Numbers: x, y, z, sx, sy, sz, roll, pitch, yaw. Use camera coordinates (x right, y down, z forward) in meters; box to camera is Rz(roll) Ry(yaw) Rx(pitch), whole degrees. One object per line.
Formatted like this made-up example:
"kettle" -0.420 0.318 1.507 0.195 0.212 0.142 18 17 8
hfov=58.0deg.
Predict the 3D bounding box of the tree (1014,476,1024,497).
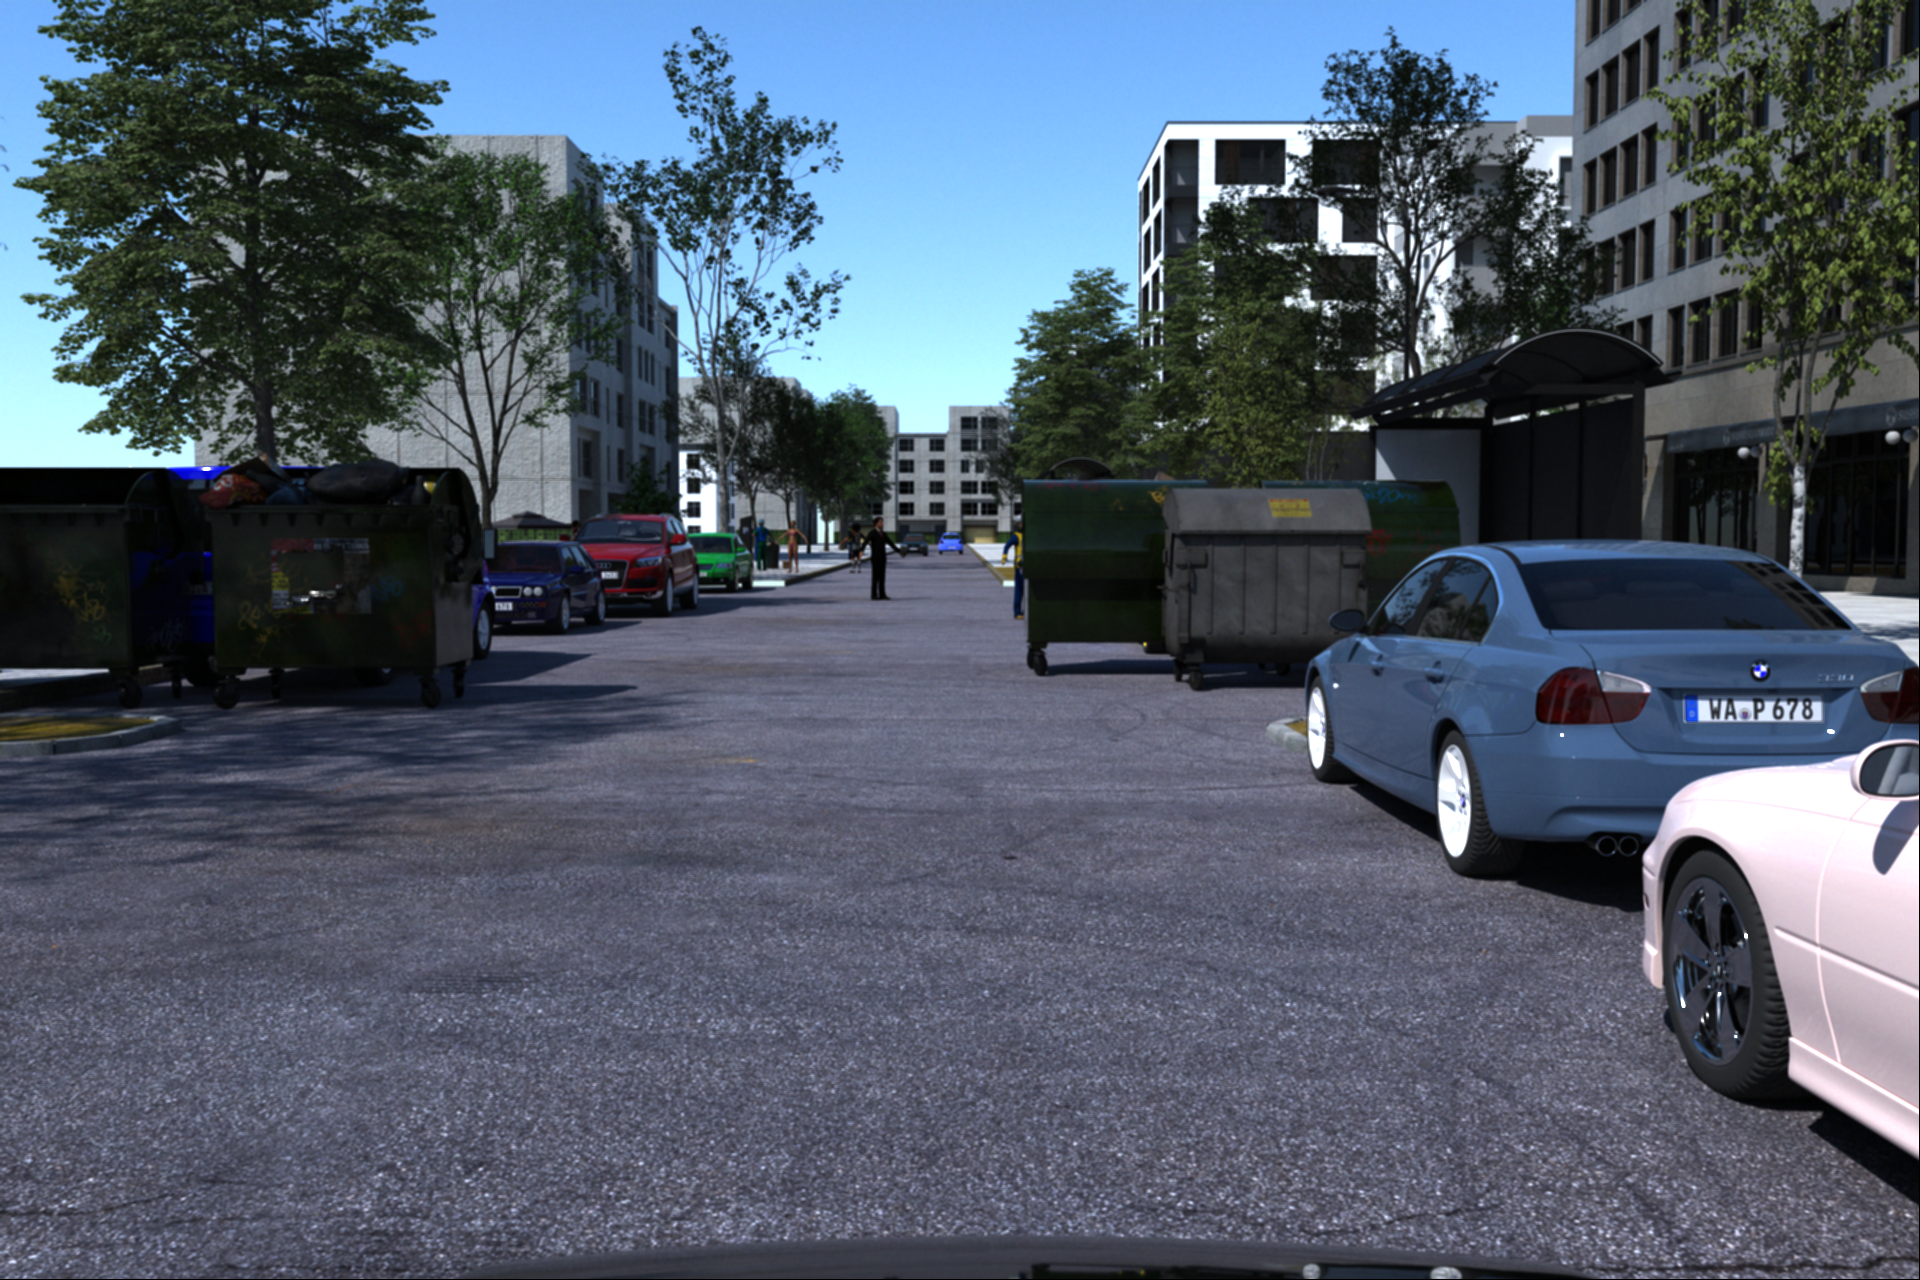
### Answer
"tree" 6.301 -10.247 117.893 4.360 8.622 3.978 0 3 0

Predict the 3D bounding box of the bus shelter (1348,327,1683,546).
"bus shelter" 6.037 -1.578 19.724 2.014 3.302 5.546 0 3 0

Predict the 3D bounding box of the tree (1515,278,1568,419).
"tree" 23.111 -8.478 64.373 9.928 11.665 9.643 0 3 0

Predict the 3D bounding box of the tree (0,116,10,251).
"tree" -12.651 -4.200 19.025 4.360 8.622 3.978 0 3 0

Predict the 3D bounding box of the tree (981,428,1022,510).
"tree" 5.498 -12.673 141.612 7.601 10.594 8.767 1 4 18

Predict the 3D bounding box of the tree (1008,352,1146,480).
"tree" 5.901 -9.334 87.022 7.601 10.594 8.767 0 4 -1

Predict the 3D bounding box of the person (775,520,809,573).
"person" -5.544 -3.082 57.189 1.217 1.733 0.721 1 4 20

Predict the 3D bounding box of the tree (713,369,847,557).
"tree" -9.795 -9.965 97.340 7.601 10.594 8.767 1 4 16

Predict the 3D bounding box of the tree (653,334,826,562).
"tree" -9.685 -8.942 80.620 7.601 10.594 8.767 3 5 40

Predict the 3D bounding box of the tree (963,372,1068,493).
"tree" 5.288 -13.245 126.926 12.009 13.543 11.850 0 3 0

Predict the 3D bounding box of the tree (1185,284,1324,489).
"tree" 8.439 -6.132 50.617 4.737 8.622 4.395 0 3 0

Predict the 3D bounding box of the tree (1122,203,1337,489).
"tree" 9.504 -8.681 60.061 7.486 12.596 7.792 0 3 0

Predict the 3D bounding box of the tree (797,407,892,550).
"tree" -9.305 -12.937 137.271 9.928 11.665 9.643 0 3 0

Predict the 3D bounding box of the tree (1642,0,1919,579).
"tree" 9.559 -4.205 19.116 4.737 8.622 4.395 0 3 0

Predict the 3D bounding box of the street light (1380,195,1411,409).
"street light" 6.531 -3.102 23.256 1.470 5.913 1.316 0 4 0

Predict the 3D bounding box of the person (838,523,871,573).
"person" -3.858 -3.393 64.078 1.345 1.843 0.704 -2 4 -27

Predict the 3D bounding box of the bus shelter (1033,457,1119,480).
"bus shelter" 3.144 -3.322 48.233 2.014 3.302 5.546 0 4 -1

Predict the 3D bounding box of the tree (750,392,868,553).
"tree" -10.094 -11.007 114.381 8.767 10.594 7.601 0 4 4

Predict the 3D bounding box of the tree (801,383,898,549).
"tree" -9.875 -14.765 148.070 9.857 13.997 8.962 0 3 0

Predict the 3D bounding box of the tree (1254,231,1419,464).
"tree" 8.695 -5.667 43.021 4.360 8.622 3.978 0 3 0

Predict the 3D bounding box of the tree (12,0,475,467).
"tree" -12.030 -6.802 29.345 7.486 12.596 7.792 0 3 0

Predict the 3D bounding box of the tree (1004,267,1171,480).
"tree" 5.441 -9.535 74.019 7.486 12.596 7.792 0 3 0

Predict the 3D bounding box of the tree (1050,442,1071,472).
"tree" 5.577 -9.849 111.393 4.360 8.622 3.978 0 3 0

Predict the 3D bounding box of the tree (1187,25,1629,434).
"tree" 8.670 -5.943 31.573 8.767 10.594 7.601 -2 4 -28

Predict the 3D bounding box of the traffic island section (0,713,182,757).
"traffic island section" -6.625 0.662 12.050 1.991 0.108 1.994 0 4 0

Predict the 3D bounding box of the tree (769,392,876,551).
"tree" -9.976 -12.354 127.738 9.928 11.665 9.643 0 3 0

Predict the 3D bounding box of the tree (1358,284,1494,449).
"tree" 14.232 -6.100 50.094 4.360 8.622 3.978 0 3 0

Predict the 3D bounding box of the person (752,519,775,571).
"person" -6.969 -3.329 60.561 1.347 1.817 0.704 -3 5 -42

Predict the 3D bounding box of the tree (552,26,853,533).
"tree" -10.342 -12.955 67.697 12.611 20.169 13.585 0 3 0

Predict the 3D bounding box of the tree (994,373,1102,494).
"tree" 5.429 -9.941 96.955 7.601 10.594 8.767 -1 4 -17

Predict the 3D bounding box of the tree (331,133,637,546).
"tree" -12.240 -7.278 44.751 9.928 11.665 9.643 0 3 0
